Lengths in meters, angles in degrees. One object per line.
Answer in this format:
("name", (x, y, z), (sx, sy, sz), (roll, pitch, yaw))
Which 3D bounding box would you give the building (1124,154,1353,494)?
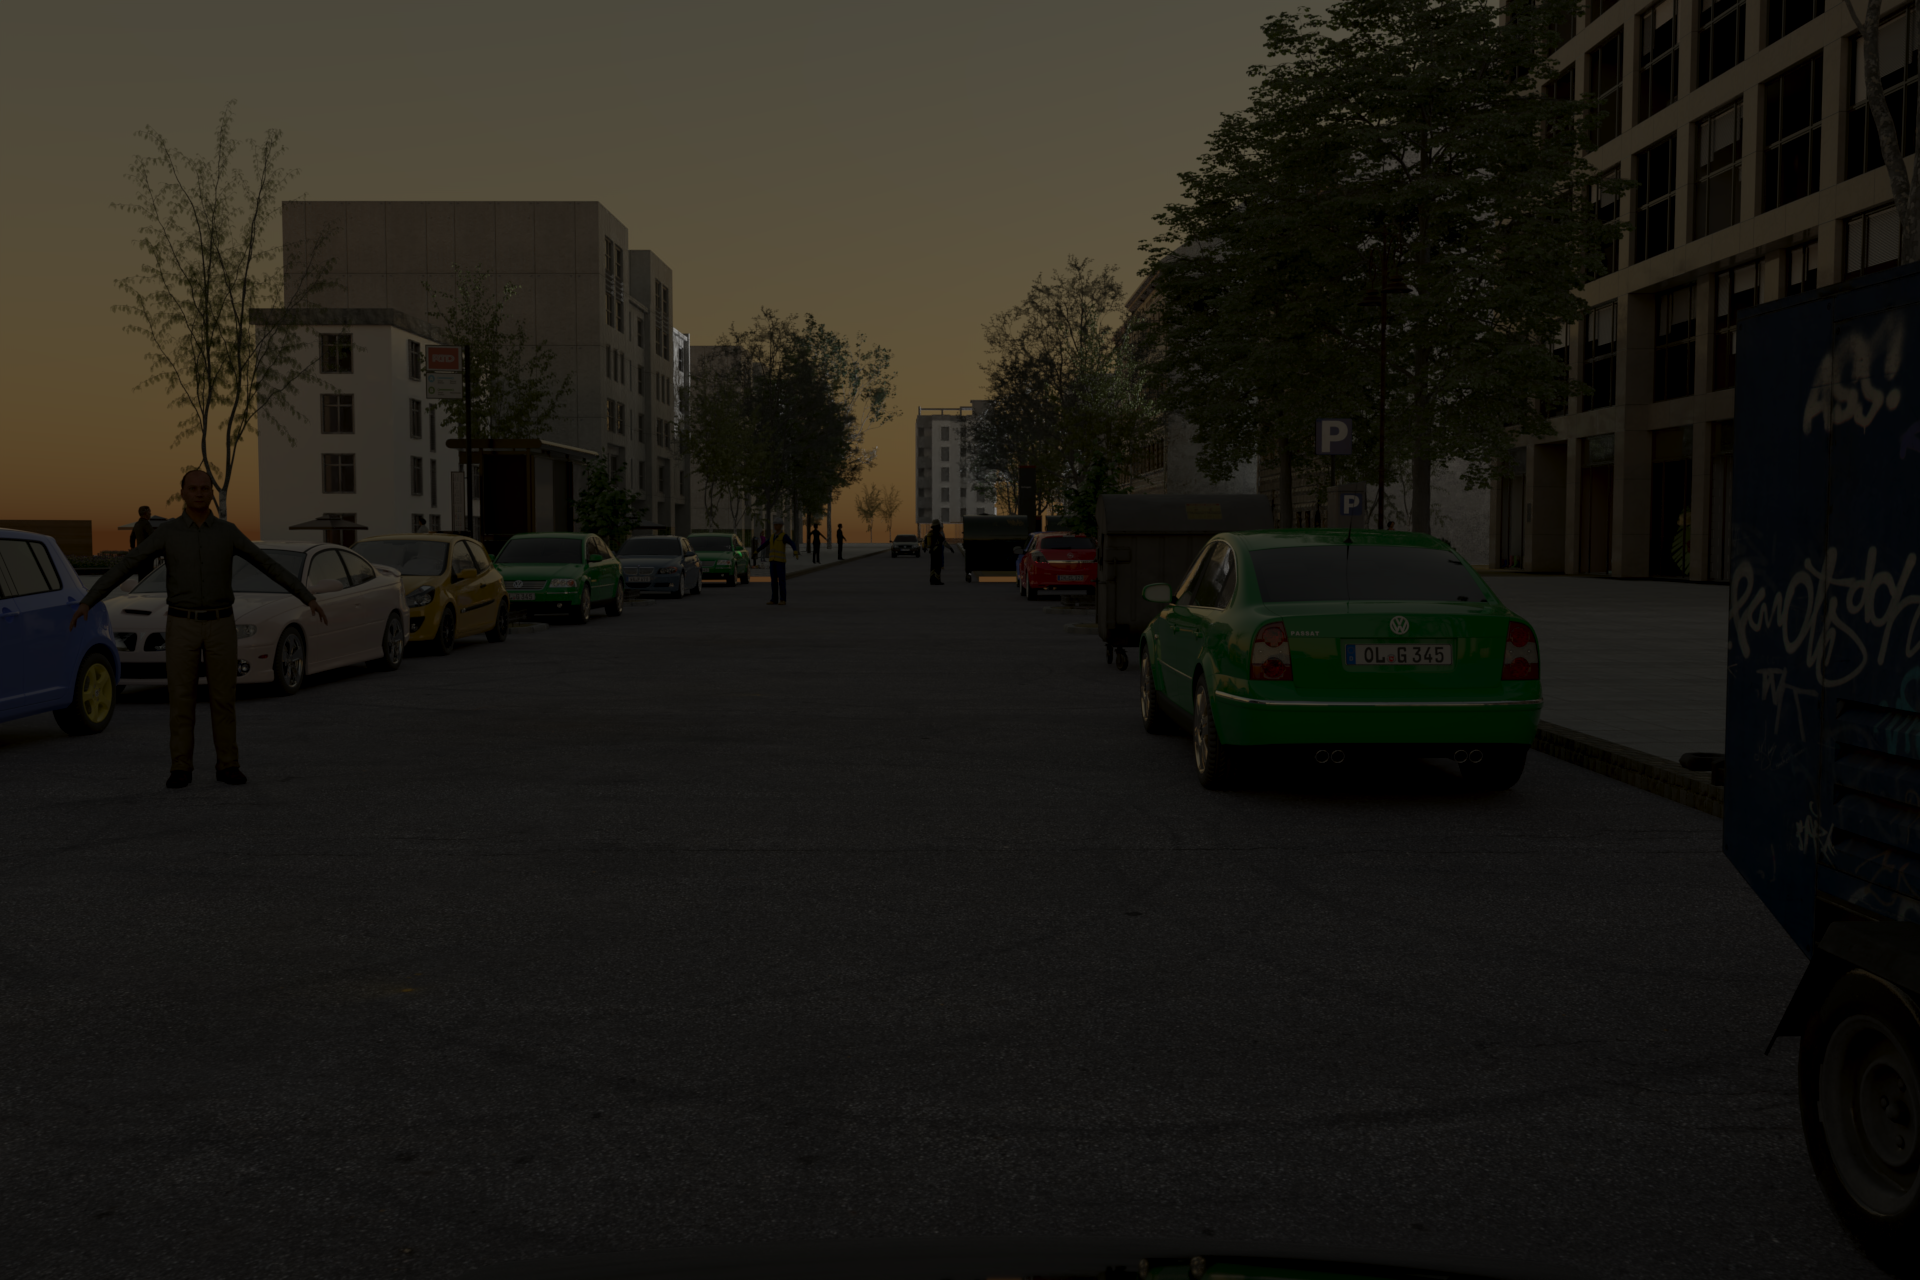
("building", (20.657, -16.794, 105.510), (19.493, 23.208, 18.063), (0, 4, -1))

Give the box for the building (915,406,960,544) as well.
("building", (-6.054, -23.785, 247.767), (11.380, 20.090, 16.016), (0, 4, -1))

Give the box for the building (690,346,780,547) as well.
("building", (-28.712, -19.083, 178.457), (16.747, 18.905, 31.486), (0, 4, 1))

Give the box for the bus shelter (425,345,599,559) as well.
("bus shelter", (-10.232, -3.783, 39.477), (2.179, 5.291, 8.768), (0, 3, 0))

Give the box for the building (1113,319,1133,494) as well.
("building", (21.473, -18.001, 125.239), (19.493, 23.208, 18.063), (0, 4, 0))

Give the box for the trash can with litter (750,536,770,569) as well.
("trash can with litter", (-7.522, -3.279, 64.670), (1.678, 1.210, 2.233), (0, 4, -1))

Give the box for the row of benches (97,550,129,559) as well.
("row of benches", (-32.148, -3.090, 65.987), (1.422, 0.672, 4.104), (-3, 4, -36))

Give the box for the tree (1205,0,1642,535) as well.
("tree", (8.421, -6.954, 31.824), (7.486, 12.596, 7.792), (0, 3, 0))

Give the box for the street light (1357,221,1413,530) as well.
("street light", (6.345, -3.256, 26.021), (0.468, 5.910, 1.993), (0, 4, -1))

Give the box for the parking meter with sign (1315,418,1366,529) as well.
("parking meter with sign", (5.629, -1.780, 25.363), (0.543, 3.016, 1.738), (0, 3, 0))

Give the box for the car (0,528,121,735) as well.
("car", (-6.990, -0.093, 11.104), (1.945, 1.707, 3.694), (0, 4, -1))

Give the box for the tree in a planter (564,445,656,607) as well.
("tree in a planter", (-7.221, -2.305, 34.910), (1.991, 3.239, 1.994), (0, 3, 0))

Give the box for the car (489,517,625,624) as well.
("car", (-6.800, -1.227, 28.865), (1.959, 1.807, 4.718), (0, 4, 0))

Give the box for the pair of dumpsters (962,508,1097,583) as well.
("pair of dumpsters", (2.266, -2.850, 51.542), (4.436, 2.255, 1.574), (0, 4, -1))

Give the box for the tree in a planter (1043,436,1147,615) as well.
("tree in a planter", (2.533, -2.105, 31.646), (1.991, 3.239, 1.994), (0, 4, -1))

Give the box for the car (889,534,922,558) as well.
("car", (-3.293, -5.876, 105.852), (2.009, 1.686, 4.222), (0, 3, 0))

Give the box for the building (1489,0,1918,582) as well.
("building", (27.722, -14.572, 41.461), (19.350, 26.588, 34.151), (0, 4, 0))

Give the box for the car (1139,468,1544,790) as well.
("car", (2.216, -0.140, 11.078), (1.959, 1.807, 4.718), (0, 4, -1))

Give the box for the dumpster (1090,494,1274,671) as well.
("dumpster", (2.379, -0.637, 18.632), (1.865, 1.857, 1.264), (0, 4, -2))

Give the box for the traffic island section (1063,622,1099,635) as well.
("traffic island section", (2.545, -0.166, 25.575), (1.991, 0.108, 1.994), (0, 4, -1))

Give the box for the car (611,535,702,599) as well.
("car", (-7.028, -1.707, 39.918), (2.014, 1.417, 4.499), (0, 4, 0))

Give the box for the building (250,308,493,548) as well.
("building", (-25.659, -8.342, 78.533), (9.099, 9.664, 28.070), (0, 4, 0))

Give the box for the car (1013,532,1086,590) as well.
("car", (2.383, -2.205, 45.638), (1.945, 1.707, 3.694), (0, 4, -2))

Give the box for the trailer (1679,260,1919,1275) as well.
("trailer", (2.474, 0.201, 3.756), (1.471, 1.999, 3.904), (0, 4, -1))

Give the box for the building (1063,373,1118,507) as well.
("building", (21.306, -20.341, 199.029), (16.747, 18.905, 31.486), (0, 4, -1))

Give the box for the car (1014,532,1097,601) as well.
("car", (2.299, -1.819, 38.778), (2.155, 1.783, 4.494), (0, 4, -1))

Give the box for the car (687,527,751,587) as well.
("car", (-6.959, -2.428, 48.488), (1.959, 1.807, 4.718), (0, 4, 0))

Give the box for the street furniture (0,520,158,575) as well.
("street furniture", (-29.233, -2.937, 54.880), (11.010, 1.723, 9.812), (-3, 5, -44))

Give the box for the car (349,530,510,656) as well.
("car", (-6.884, -0.696, 21.611), (2.015, 1.641, 3.980), (0, 4, -1))

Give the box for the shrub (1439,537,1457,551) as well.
("shrub", (16.148, -2.867, 57.993), (1.383, 1.207, 1.383), (0, 3, 0))

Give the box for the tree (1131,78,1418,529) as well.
("tree", (7.930, -7.706, 44.128), (7.486, 12.596, 7.792), (0, 3, 0))

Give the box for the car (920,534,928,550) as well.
("car", (-2.539, -8.817, 154.380), (2.015, 1.641, 3.980), (0, 4, 0))

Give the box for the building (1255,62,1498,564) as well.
("building", (25.010, -15.332, 81.609), (19.493, 23.208, 18.063), (0, 4, -1))

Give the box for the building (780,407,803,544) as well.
("building", (-29.415, -21.298, 214.677), (16.747, 18.905, 31.486), (0, 4, 0))

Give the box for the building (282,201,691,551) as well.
("building", (-27.587, -14.773, 107.995), (16.747, 18.905, 31.486), (0, 4, 0))

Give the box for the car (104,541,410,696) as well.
("car", (-6.826, -0.271, 16.795), (2.083, 1.381, 4.827), (0, 3, 0))

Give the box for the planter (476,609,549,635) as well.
("planter", (-7.168, -0.267, 25.511), (1.991, 0.319, 1.994), (0, 4, 0))
